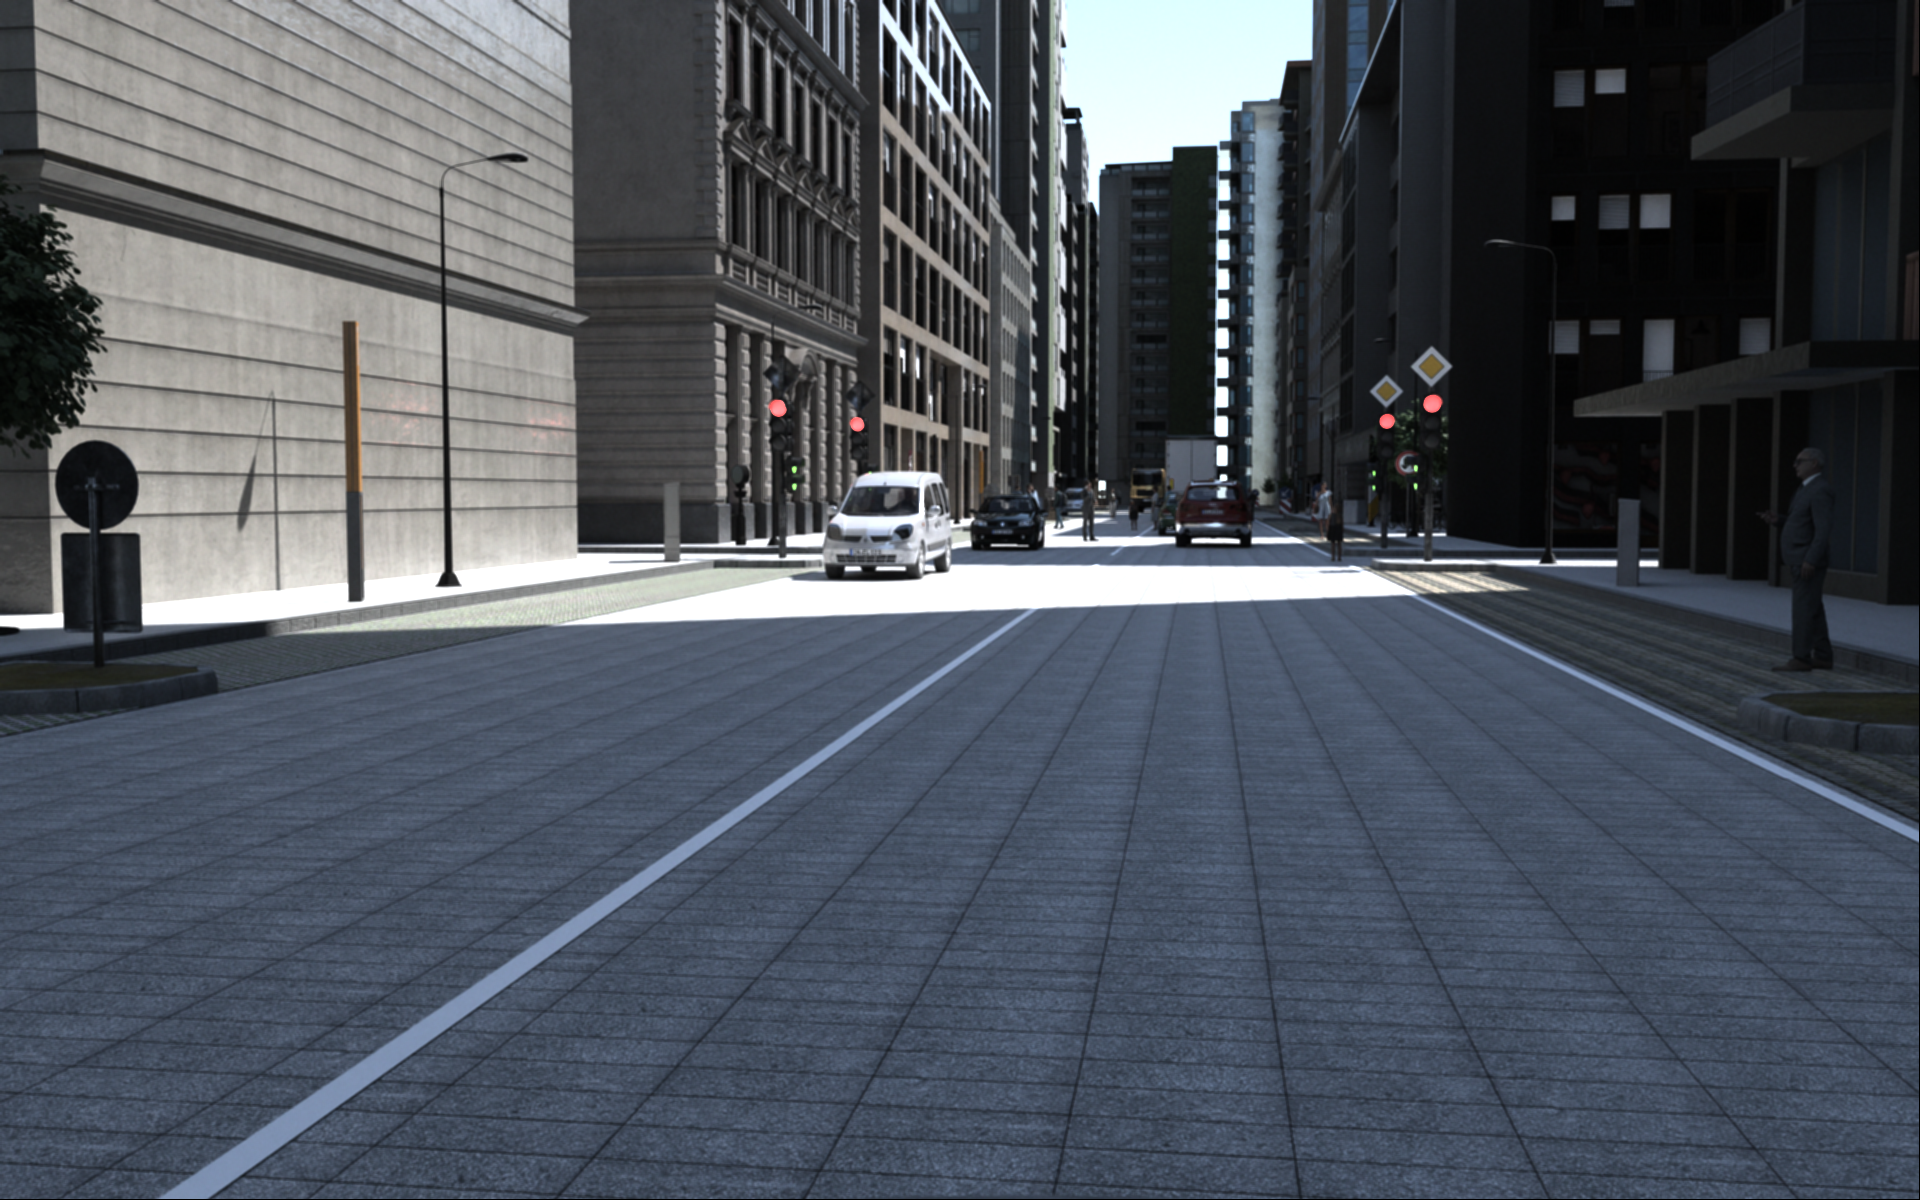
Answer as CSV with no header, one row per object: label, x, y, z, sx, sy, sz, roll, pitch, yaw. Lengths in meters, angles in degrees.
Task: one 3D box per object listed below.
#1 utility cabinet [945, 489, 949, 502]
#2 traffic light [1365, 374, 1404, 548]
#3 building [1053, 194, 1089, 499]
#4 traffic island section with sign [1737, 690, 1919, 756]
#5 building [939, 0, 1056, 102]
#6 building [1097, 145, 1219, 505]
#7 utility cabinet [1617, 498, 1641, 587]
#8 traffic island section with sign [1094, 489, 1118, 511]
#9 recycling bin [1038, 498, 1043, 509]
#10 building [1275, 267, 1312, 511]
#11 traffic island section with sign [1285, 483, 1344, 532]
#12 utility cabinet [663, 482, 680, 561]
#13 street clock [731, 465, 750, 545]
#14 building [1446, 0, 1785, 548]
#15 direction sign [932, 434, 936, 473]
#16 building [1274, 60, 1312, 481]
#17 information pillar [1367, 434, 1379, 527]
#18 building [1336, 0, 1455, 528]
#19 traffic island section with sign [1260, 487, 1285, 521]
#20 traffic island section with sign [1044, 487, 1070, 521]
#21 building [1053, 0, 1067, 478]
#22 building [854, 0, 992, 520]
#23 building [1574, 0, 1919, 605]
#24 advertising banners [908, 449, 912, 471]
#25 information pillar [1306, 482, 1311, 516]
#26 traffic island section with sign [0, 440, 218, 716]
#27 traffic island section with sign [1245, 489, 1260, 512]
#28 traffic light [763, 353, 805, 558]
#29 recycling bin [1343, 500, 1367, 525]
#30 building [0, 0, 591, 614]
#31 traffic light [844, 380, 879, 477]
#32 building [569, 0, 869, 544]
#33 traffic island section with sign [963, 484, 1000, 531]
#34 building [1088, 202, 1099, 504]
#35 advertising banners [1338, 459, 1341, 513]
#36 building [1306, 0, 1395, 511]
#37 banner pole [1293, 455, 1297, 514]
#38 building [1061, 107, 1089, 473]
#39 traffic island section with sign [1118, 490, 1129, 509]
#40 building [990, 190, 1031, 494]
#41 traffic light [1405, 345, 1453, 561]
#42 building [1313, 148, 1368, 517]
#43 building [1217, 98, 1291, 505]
utility cabinet,-0.932,-3.687,68.965,0.318,1.500,1.173,3,4,36
traffic light,10.002,-3.174,40.819,0.839,4.253,0.868,0,4,8
building,4.866,-24.151,166.574,14.160,30.474,14.107,0,4,8
traffic island section with sign,5.789,-0.098,10.228,1.989,1.847,2.006,0,4,8
building,-0.718,-26.987,124.831,14.154,41.232,14.086,0,4,8
building,23.610,-32.001,206.803,14.086,41.232,14.154,0,4,8
utility cabinet,9.459,-0.814,24.469,0.306,1.237,1.020,1,4,22
traffic island section with sign,11.908,-8.281,144.018,1.989,1.847,2.006,0,4,8
recycling bin,5.114,-6.394,117.088,0.722,1.027,0.722,-2,4,-28
building,41.081,-18.326,144.673,27.650,21.520,28.899,0,4,8
traffic island section with sign,13.463,-3.482,65.554,1.989,1.847,2.006,0,4,8
utility cabinet,-5.513,-1.493,33.085,0.318,1.500,1.173,-1,4,-9
street clock,-5.488,-2.370,43.317,0.471,2.002,0.358,3,5,41
building,21.978,-13.201,45.517,15.834,23.373,12.332,0,4,8
direction sign,-0.981,-4.532,66.097,0.379,3.537,0.876,0,4,-8
building,42.996,-31.700,172.920,22.147,44.769,28.867,0,4,8
information pillar,16.164,-4.668,67.683,0.504,3.616,0.183,-2,4,-33
building,25.468,-15.855,78.290,14.314,24.678,30.058,0,4,8
traffic island section with sign,17.193,-5.121,92.357,1.989,1.847,2.006,0,4,8
traffic island section with sign,4.933,-5.204,93.718,1.989,1.847,2.006,0,4,8
building,-5.233,-34.056,146.052,28.713,52.752,27.495,0,4,8
building,-10.136,-16.971,81.988,19.350,26.468,34.151,0,4,8
building,19.894,-22.034,14.888,22.147,44.769,28.867,0,4,8
advertising banners,-2.112,-4.309,66.644,0.090,3.025,2.074,1,4,14
information pillar,20.846,-6.062,103.601,0.304,2.012,0.304,1,4,17
traffic island section with sign,-6.388,-0.212,12.094,1.989,1.847,2.006,0,4,8
traffic island section with sign,24.029,-8.143,141.760,1.989,1.847,2.006,0,4,8
traffic light,-3.540,-2.795,34.612,0.839,4.253,0.868,0,4,8
recycling bin,16.721,-3.715,73.294,0.722,1.027,0.722,-3,5,-41
building,-29.830,-15.406,28.302,44.131,29.872,17.030,0,4,8
traffic light,-2.443,-3.278,42.522,0.839,4.253,0.868,0,4,8
building,-9.694,-13.750,53.687,11.050,23.489,19.941,0,4,8
traffic island section with sign,1.223,-3.569,66.989,1.989,1.847,2.006,0,4,8
building,5.871,-32.203,218.392,23.993,40.220,32.217,0,4,8
advertising banners,16.774,-4.917,76.577,0.090,3.025,2.074,1,4,10
building,32.338,-28.927,123.065,14.600,45.320,14.200,0,4,8
banner pole,21.512,-7.414,111.231,0.401,3.779,0.863,0,4,-7
building,6.676,-30.738,186.159,14.086,41.232,14.154,0,4,8
traffic island section with sign,15.698,-9.954,171.375,1.989,1.847,2.006,0,4,8
building,-1.645,-15.421,106.887,10.420,20.320,16.860,0,4,8
traffic light,8.905,-2.690,32.909,0.839,4.253,0.868,0,4,8
building,27.351,-16.821,103.903,11.050,23.489,19.941,0,4,8
building,46.319,-35.999,208.197,30.456,49.044,23.786,0,4,8
